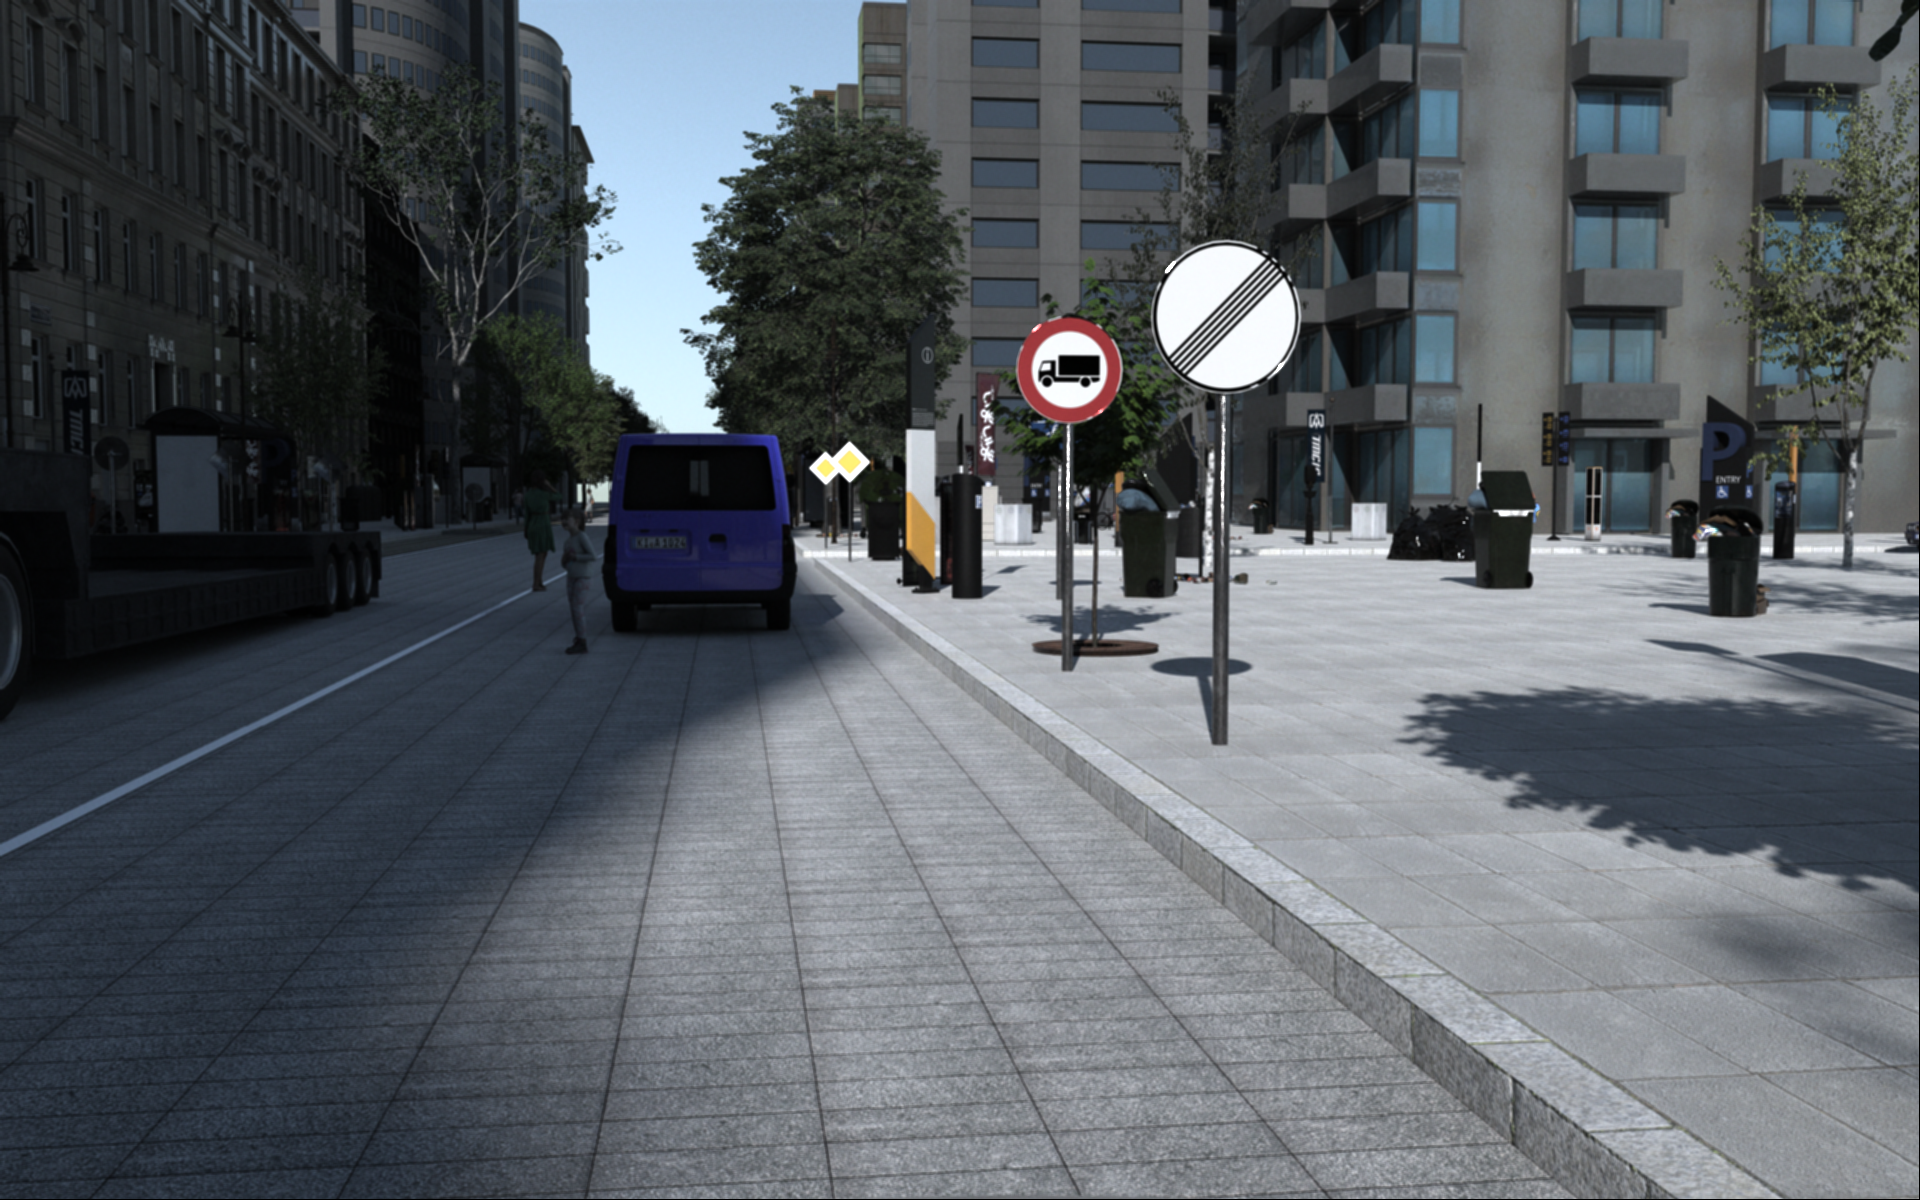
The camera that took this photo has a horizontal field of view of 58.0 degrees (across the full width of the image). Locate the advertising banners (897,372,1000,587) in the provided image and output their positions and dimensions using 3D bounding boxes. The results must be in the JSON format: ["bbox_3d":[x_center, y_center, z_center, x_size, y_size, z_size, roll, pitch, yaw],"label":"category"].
[{"bbox_3d":[-0.119,-1.736,24.566,0.090,3.025,2.074,3,5,44],"label":"advertising banners"}]

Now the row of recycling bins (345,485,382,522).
[{"bbox_3d":[-28.144,-4.572,81.861,1.069,1.692,3.534,0,4,-2],"label":"row of recycling bins"}]

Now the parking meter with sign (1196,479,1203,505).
[{"bbox_3d":[12.027,-5.626,88.242,1.738,3.016,0.543,0,4,8],"label":"parking meter with sign"}]

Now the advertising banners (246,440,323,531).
[{"bbox_3d":[-18.151,-3.069,46.362,2.074,3.025,0.090,-3,4,-36],"label":"advertising banners"}]

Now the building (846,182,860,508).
[{"bbox_3d":[-3.791,-23.952,163.311,14.160,30.474,14.107,0,4,-8],"label":"building"}]

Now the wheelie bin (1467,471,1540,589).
[{"bbox_3d":[7.371,-0.962,23.630,0.980,1.594,0.693,0,4,-8],"label":"wheelie bin"}]

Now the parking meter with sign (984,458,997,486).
[{"bbox_3d":[1.376,-5.261,82.278,0.543,3.016,1.738,1,4,10],"label":"parking meter with sign"}]

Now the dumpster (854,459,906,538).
[{"bbox_3d":[-2.210,-2.875,49.499,1.502,2.255,1.985,0,4,-8],"label":"dumpster"}]

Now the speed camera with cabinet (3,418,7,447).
[{"bbox_3d":[-25.520,-3.093,44.911,2.038,3.252,0.660,0,4,-7],"label":"speed camera with cabinet"}]

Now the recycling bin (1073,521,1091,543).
[{"bbox_3d":[3.032,-2.048,46.036,0.722,1.027,0.722,-1,4,-14],"label":"recycling bin"}]

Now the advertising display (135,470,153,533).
[{"bbox_3d":[-21.590,-2.524,46.483,0.974,1.923,0.123,-1,4,-13],"label":"advertising display"}]

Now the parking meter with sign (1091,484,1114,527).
[{"bbox_3d":[5.594,-4.321,66.906,0.543,3.016,1.738,-3,4,-38],"label":"parking meter with sign"}]

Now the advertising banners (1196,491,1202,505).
[{"bbox_3d":[10.566,-5.004,78.003,0.090,3.025,2.074,2,4,25],"label":"advertising banners"}]

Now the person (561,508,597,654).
[{"bbox_3d":[-3.467,-0.175,15.641,0.425,1.301,0.394,2,4,25],"label":"person"}]

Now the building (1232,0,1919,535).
[{"bbox_3d":[25.483,-27.178,63.968,30.456,49.044,23.786,0,4,-8],"label":"building"}]

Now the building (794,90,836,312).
[{"bbox_3d":[-14.174,-43.940,260.420,21.231,58.520,28.212,0,4,-8],"label":"building"}]

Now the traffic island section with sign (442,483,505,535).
[{"bbox_3d":[-17.294,-3.245,61.681,1.989,1.847,2.006,0,4,-8],"label":"traffic island section with sign"}]

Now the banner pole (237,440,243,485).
[{"bbox_3d":[-22.935,-3.998,55.387,0.863,3.779,0.401,3,5,40],"label":"banner pole"}]

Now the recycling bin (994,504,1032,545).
[{"bbox_3d":[1.346,-1.908,43.745,0.722,1.027,0.722,3,4,37],"label":"recycling bin"}]

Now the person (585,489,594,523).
[{"bbox_3d":[-18.299,-4.649,85.508,0.522,1.701,0.512,0,4,3],"label":"person"}]

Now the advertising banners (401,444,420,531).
[{"bbox_3d":[-19.164,-3.934,60.511,0.090,3.025,2.074,0,3,0],"label":"advertising banners"}]

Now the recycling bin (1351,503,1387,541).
[{"bbox_3d":[11.353,-2.173,48.079,0.722,1.027,0.722,-3,5,-44],"label":"recycling bin"}]

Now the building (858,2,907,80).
[{"bbox_3d":[-1.803,-28.468,149.053,14.154,41.232,14.086,0,4,-8],"label":"building"}]

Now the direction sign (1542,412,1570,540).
[{"bbox_3d":[16.484,-3.424,47.979,0.379,3.537,0.876,-2,4,-34],"label":"direction sign"}]

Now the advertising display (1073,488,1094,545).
[{"bbox_3d":[3.162,-2.395,44.376,0.123,1.923,0.974,-2,4,-24],"label":"advertising display"}]

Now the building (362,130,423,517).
[{"bbox_3d":[-39.510,-16.658,102.044,12.332,23.373,15.834,0,4,-8],"label":"building"}]

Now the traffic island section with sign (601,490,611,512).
[{"bbox_3d":[-27.564,-7.913,138.009,1.989,1.847,2.006,0,4,-8],"label":"traffic island section with sign"}]

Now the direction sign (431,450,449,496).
[{"bbox_3d":[-26.794,-5.954,89.345,0.876,3.537,0.379,-2,4,-26],"label":"direction sign"}]

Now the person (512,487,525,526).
[{"bbox_3d":[-19.846,-4.226,78.189,0.643,1.750,0.593,2,4,26],"label":"person"}]

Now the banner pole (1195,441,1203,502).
[{"bbox_3d":[11.243,-5.651,82.407,0.863,3.779,0.401,0,4,-7],"label":"banner pole"}]

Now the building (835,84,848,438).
[{"bbox_3d":[-5.809,-30.178,177.003,14.154,41.232,14.086,0,4,-8],"label":"building"}]

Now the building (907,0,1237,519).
[{"bbox_3d":[7.378,-34.235,101.736,21.231,58.520,28.212,0,4,-8],"label":"building"}]

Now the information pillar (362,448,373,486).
[{"bbox_3d":[-29.755,-5.847,86.958,0.504,3.616,0.183,-1,4,-10],"label":"information pillar"}]

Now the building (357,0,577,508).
[{"bbox_3d":[-59.789,-41.132,214.514,21.231,58.520,28.212,0,4,-8],"label":"building"}]

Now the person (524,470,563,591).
[{"bbox_3d":[-6.255,-1.037,25.704,0.600,1.795,0.529,1,4,16],"label":"person"}]

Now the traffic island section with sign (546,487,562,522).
[{"bbox_3d":[-20.895,-4.879,88.395,1.989,1.847,2.006,0,4,-8],"label":"traffic island section with sign"}]

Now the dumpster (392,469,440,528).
[{"bbox_3d":[-20.705,-3.879,65.917,1.502,2.255,1.985,0,4,-8],"label":"dumpster"}]

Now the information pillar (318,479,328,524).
[{"bbox_3d":[-27.720,-4.334,75.356,0.304,2.012,0.304,1,4,8],"label":"information pillar"}]

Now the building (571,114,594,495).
[{"bbox_3d":[-66.263,-39.917,241.873,28.713,52.752,27.495,0,4,-8],"label":"building"}]

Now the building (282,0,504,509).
[{"bbox_3d":[-50.958,-37.333,152.388,21.231,58.520,28.212,0,4,-8],"label":"building"}]

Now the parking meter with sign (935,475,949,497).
[{"bbox_3d":[-0.817,-4.483,69.566,1.738,3.016,0.543,3,5,44],"label":"parking meter with sign"}]

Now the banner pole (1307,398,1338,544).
[{"bbox_3d":[9.424,-3.366,45.054,0.863,3.779,0.401,1,4,14],"label":"banner pole"}]

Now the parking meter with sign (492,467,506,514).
[{"bbox_3d":[-30.236,-7.075,111.936,1.738,3.016,0.543,0,4,5],"label":"parking meter with sign"}]

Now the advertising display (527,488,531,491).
[{"bbox_3d":[-26.729,-6.345,108.957,0.974,1.923,0.123,-3,5,-41],"label":"advertising display"}]

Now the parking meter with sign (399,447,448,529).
[{"bbox_3d":[-19.999,-4.179,64.586,1.738,3.016,0.543,-1,4,-9],"label":"parking meter with sign"}]

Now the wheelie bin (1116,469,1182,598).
[{"bbox_3d":[2.341,-0.839,21.634,0.693,1.594,0.980,2,4,24],"label":"wheelie bin"}]

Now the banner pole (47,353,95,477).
[{"bbox_3d":[-15.853,-2.494,30.788,0.863,3.779,0.401,-1,4,-10],"label":"banner pole"}]

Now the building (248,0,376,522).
[{"bbox_3d":[-36.288,-17.386,81.523,12.463,27.353,25.104,0,4,-8],"label":"building"}]

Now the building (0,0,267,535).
[{"bbox_3d":[-32.177,-15.853,56.466,12.463,27.353,25.104,0,4,-8],"label":"building"}]
